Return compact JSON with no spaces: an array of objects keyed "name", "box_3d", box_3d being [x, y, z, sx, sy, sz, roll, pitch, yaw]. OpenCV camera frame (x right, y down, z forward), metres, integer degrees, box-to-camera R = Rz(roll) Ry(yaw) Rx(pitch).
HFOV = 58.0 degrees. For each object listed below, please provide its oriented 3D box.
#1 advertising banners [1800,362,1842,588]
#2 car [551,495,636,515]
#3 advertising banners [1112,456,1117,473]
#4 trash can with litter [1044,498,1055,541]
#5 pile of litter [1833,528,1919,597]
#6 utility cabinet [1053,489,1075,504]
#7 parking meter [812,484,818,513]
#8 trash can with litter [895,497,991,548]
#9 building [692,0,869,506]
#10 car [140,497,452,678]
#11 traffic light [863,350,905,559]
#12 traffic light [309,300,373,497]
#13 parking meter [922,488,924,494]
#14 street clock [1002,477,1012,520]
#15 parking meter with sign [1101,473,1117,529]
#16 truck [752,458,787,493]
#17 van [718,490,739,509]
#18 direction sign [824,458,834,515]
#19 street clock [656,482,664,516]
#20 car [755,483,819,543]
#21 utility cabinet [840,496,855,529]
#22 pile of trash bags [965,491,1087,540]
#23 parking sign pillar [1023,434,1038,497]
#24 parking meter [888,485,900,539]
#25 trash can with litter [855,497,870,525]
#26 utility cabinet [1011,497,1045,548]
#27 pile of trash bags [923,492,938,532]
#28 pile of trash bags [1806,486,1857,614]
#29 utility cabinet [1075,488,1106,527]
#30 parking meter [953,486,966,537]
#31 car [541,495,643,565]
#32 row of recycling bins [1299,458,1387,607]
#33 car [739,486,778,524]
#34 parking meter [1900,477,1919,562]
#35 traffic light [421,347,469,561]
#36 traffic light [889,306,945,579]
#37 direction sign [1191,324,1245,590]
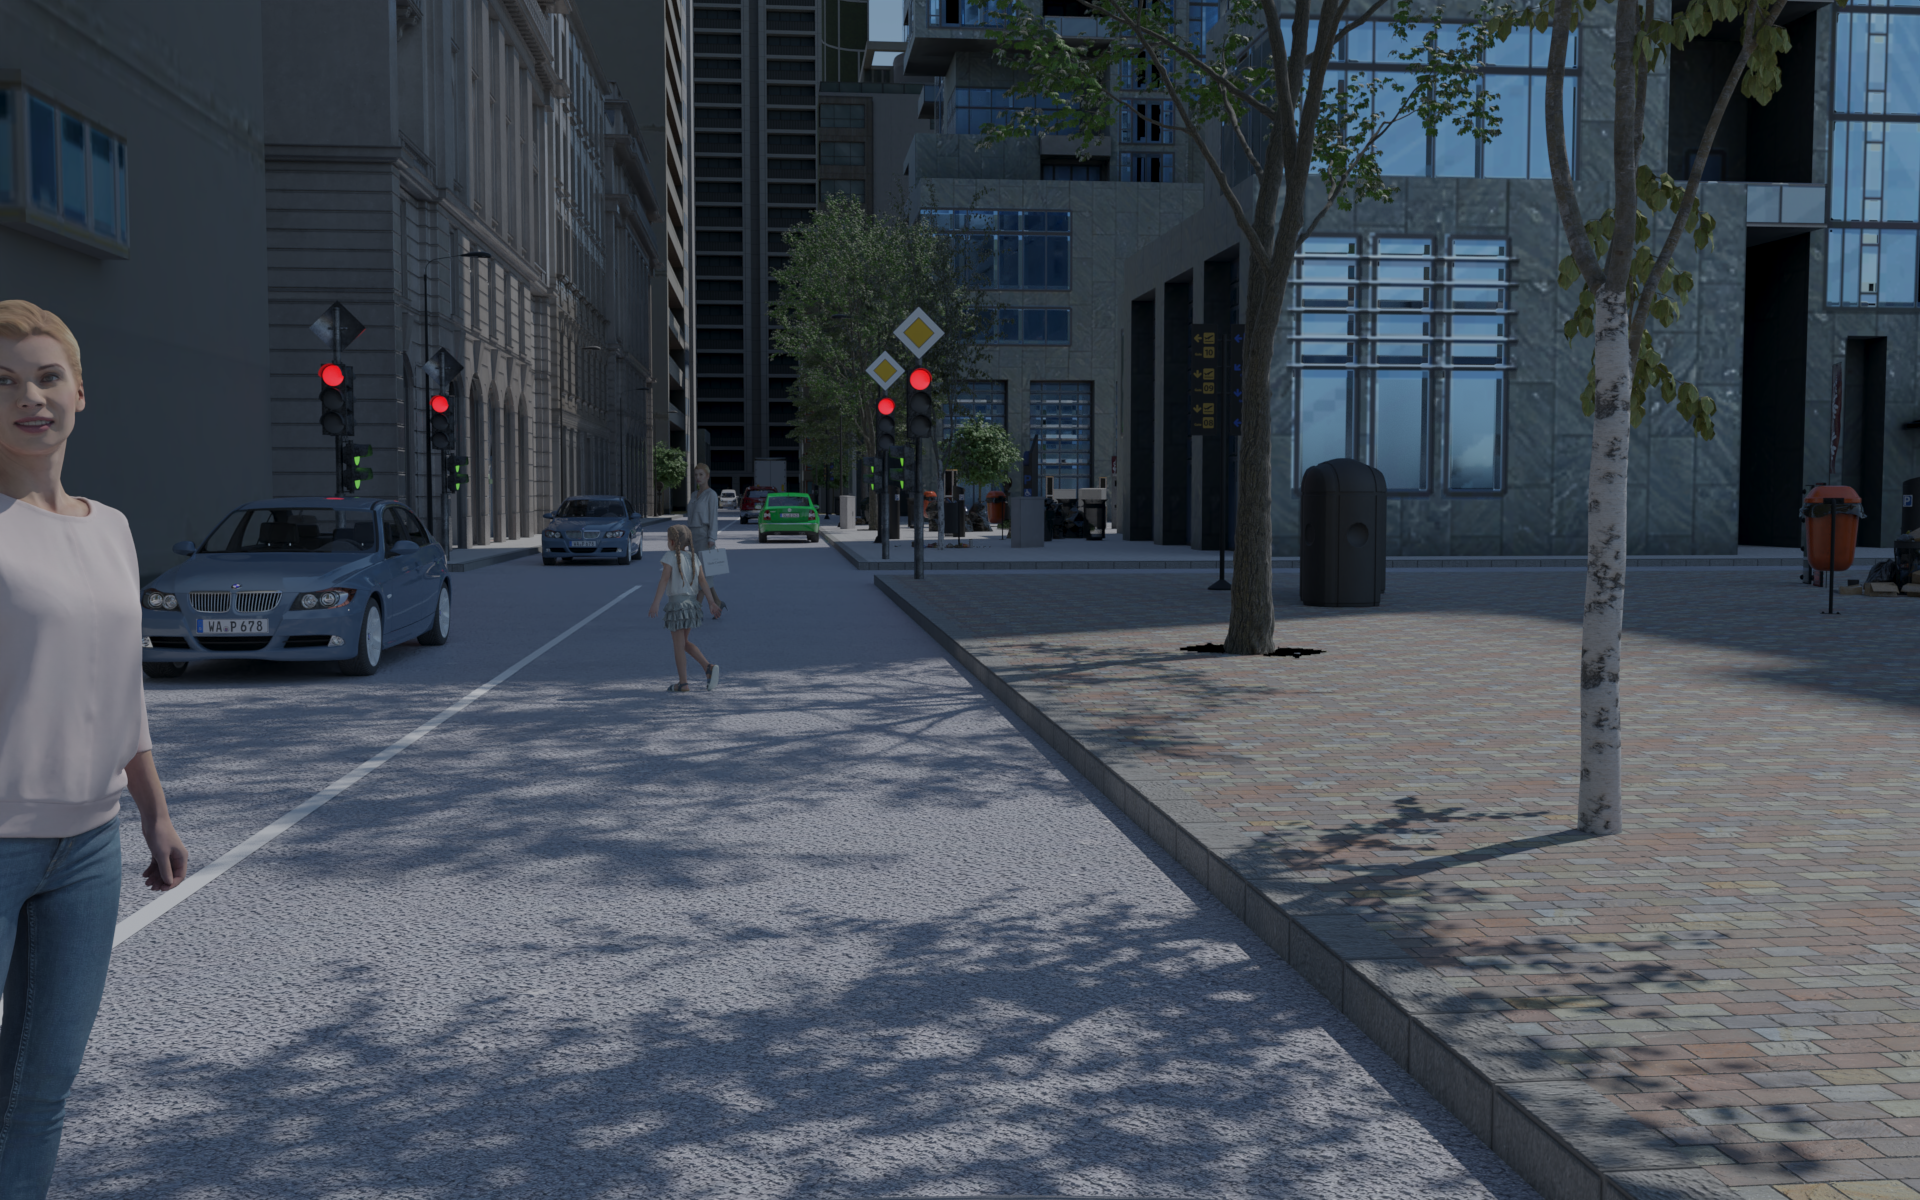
[{"name":"advertising banners","box_3d":[11.923,-1.700,23.983,0.090,3.025,2.074,1,4,16]},{"name":"car","box_3d":[-8.771,-1.822,41.798,2.014,1.417,4.499,0,4,-4]},{"name":"advertising banners","box_3d":[7.392,-5.043,78.648,0.090,3.025,2.074,-2,4,-25]},{"name":"trash can with litter","box_3d":[2.088,-2.178,47.000,0.624,1.170,1.055,-3,5,-40]},{"name":"pile of litter","box_3d":[11.921,-0.480,21.813,1.176,0.858,1.719,-1,4,-22]},{"name":"utility cabinet","box_3d":[4.487,-4.116,75.976,1.173,1.500,0.318,-1,4,-22]},{"name":"parking meter","box_3d":[-8.164,-5.619,97.586,0.255,1.863,0.399,-2,4,-34]},{"name":"trash can with litter","box_3d":[-0.512,-1.869,41.617,2.233,1.210,1.678,2,4,32]},{"name":"building","box_3d":[-20.802,-46.648,200.950,20.611,71.187,20.563,0,4,-6]},{"name":"car","box_3d":[-5.628,-0.189,15.091,2.014,1.417,4.499,0,4,-5]},{"name":"traffic light","box_3d":[-1.484,-2.757,34.001,0.839,4.253,0.868,0,4,-6]},{"name":"traffic light","box_3d":[-9.002,-2.216,25.158,0.839,4.253,0.868,0,4,-6]},{"name":"parking meter","box_3d":[-1.649,-3.795,70.466,0.372,1.533,0.369,0,3,0]},{"name":"street clock","box_3d":[2.017,-4.255,74.136,0.358,2.002,0.471,3,4,36]},{"name":"parking meter with sign","box_3d":[5.930,-4.139,63.939,1.738,3.016,0.543,1,4,9]},{"name":"truck","box_3d":[-15.253,-9.183,139.059,2.839,4.237,11.283,0,4,-7]},{"name":"van","box_3d":[-22.392,-9.813,167.460,2.013,2.044,4.112,0,4,-6]},{"name":"direction sign","box_3d":[-8.191,-7.103,108.134,0.876,3.537,0.379,3,5,41]},{"name":"street clock","box_3d":[-17.495,-5.888,100.843,0.471,2.002,0.358,0,4,4]},{"name":"car","box_3d":[-5.212,-2.663,52.343,1.959,1.807,4.718,0,4,-7]},{"name":"utility cabinet","box_3d":[-4.133,-3.222,63.840,0.306,1.237,1.020,1,4,14]},{"name":"pile of trash bags","box_3d":[2.084,-2.442,49.684,3.447,1.369,1.912,-3,5,-42]},{"name":"parking sign pillar","box_3d":[3.170,-5.454,77.646,1.447,3.967,1.447,1,4,14]},{"name":"parking meter","box_3d":[-1.892,-2.488,49.084,0.372,1.533,0.369,0,3,0]},{"name":"trash can with litter","box_3d":[-3.950,-3.717,72.159,0.624,1.170,1.055,2,4,26]},{"name":"utility cabinet","box_3d":[1.625,-1.865,41.661,0.306,1.237,1.020,3,4,37]},{"name":"pile of trash bags","box_3d":[-0.366,-3.058,59.747,1.912,1.369,3.447,-2,4,-32]},{"name":"pile of trash bags","box_3d":[10.708,-0.515,18.168,3.447,1.369,1.912,2,4,23]},{"name":"utility cabinet","box_3d":[5.054,-3.524,66.293,0.318,1.500,1.173,-3,5,-43]},{"name":"parking meter","box_3d":[-0.030,-2.635,51.494,0.372,1.533,0.369,0,3,0]},{"name":"car","box_3d":[-7.684,-1.496,36.460,2.014,1.417,4.499,0,4,-6]},{"name":"row of recycling bins","box_3d":[4.699,-0.863,21.216,1.069,1.692,3.534,1,4,15]},{"name":"car","box_3d":[-9.610,-4.606,83.987,2.281,1.827,5.304,0,4,-5]},{"name":"parking meter","box_3d":[13.403,-0.970,24.279,0.372,1.533,0.369,0,3,0]},{"name":"traffic light","box_3d":[-9.846,-2.702,33.099,0.839,4.253,0.868,0,4,-6]},{"name":"traffic light","box_3d":[-0.639,-2.272,26.060,0.839,4.253,0.868,0,4,-6]},{"name":"direction sign","box_3d":[3.514,-1.904,23.129,0.876,3.537,0.379,0,4,-4]}]
